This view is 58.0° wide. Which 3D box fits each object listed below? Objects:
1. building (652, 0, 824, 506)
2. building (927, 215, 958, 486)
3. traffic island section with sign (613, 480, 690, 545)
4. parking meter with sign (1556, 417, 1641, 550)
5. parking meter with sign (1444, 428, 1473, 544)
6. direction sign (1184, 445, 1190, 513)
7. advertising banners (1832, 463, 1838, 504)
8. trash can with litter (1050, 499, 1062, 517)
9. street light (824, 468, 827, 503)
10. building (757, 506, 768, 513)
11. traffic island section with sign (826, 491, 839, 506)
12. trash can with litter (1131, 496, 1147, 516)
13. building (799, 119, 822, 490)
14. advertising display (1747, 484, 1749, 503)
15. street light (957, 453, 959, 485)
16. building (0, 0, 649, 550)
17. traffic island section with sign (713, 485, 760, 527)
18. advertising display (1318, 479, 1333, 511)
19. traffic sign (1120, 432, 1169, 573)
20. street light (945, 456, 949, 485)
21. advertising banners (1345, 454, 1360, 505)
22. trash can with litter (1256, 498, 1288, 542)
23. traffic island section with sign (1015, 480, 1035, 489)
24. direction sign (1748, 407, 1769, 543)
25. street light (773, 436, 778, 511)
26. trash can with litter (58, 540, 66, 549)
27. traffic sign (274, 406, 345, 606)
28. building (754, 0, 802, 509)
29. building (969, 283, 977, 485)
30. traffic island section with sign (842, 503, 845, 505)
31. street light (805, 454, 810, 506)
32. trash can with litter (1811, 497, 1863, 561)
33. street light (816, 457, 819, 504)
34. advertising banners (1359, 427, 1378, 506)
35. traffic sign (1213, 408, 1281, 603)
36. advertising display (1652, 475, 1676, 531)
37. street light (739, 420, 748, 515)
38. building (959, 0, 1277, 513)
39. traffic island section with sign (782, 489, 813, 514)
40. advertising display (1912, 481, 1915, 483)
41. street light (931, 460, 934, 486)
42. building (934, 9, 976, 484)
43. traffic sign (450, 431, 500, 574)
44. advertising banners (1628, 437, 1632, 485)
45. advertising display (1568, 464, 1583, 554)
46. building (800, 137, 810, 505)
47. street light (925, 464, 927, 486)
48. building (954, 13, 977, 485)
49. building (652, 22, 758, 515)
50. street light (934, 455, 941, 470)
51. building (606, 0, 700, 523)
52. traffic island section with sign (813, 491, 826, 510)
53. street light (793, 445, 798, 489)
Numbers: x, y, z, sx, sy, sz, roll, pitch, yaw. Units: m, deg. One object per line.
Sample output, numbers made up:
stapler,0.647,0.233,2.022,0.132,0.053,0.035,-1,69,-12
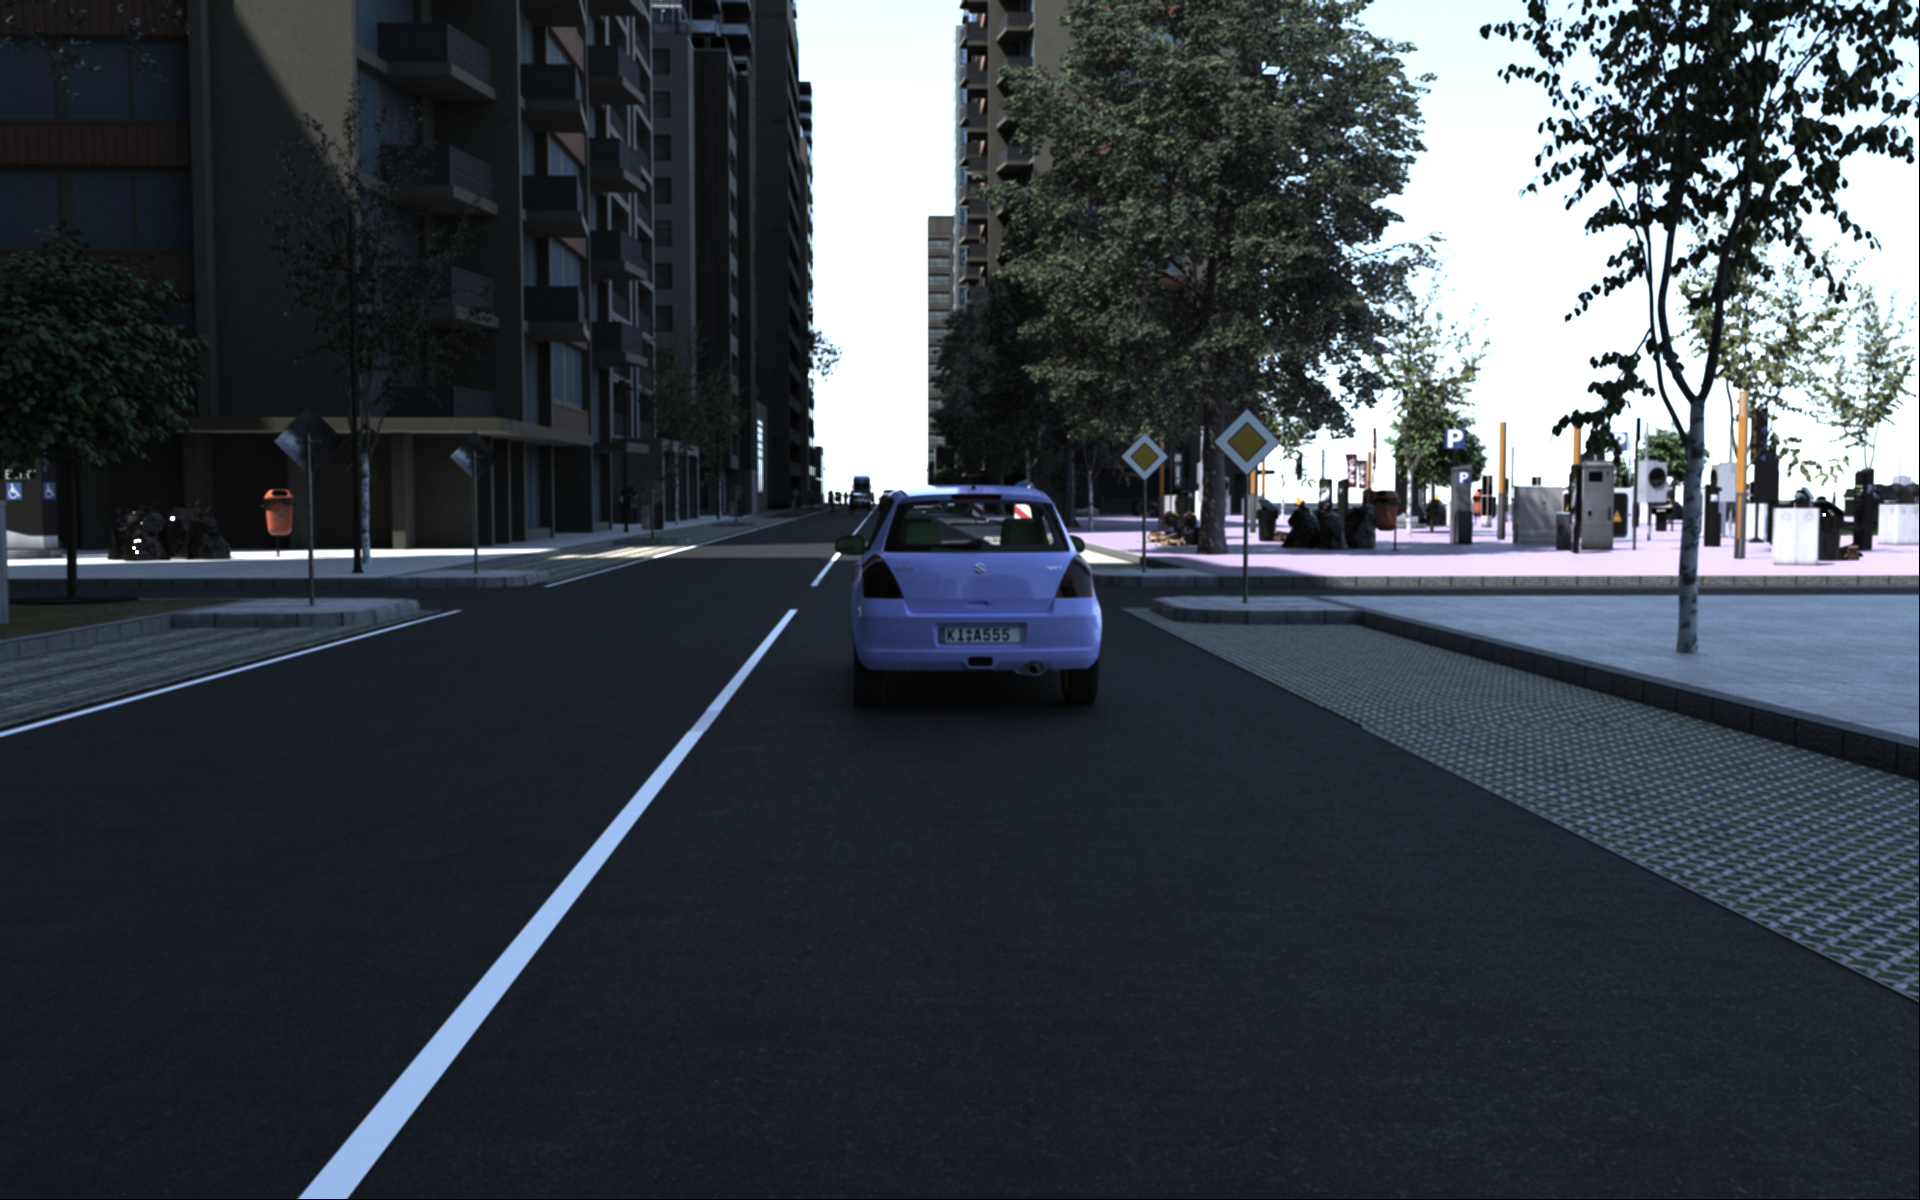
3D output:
building,-30.315,-56.950,243.796,22.319,86.520,31.000,0,4,-2
building,2.153,-34.995,255.766,14.154,41.232,14.086,0,4,-2
traffic island section with sign,-8.729,-2.480,49.179,1.989,1.847,2.006,0,4,-2
parking meter with sign,14.597,-2.655,39.664,1.738,3.016,0.543,1,4,15
parking meter with sign,13.067,-2.996,45.238,0.543,3.016,1.738,0,4,5
direction sign,10.488,-5.388,80.090,0.379,3.537,0.876,0,4,-8
advertising banners,47.244,-5.952,93.505,0.090,3.025,2.074,1,4,21
trash can with litter,4.638,-4.510,85.118,1.055,1.170,0.624,1,4,18
street light,-19.352,-16.862,248.488,0.468,5.910,1.993,0,4,-2
building,-25.711,-50.064,131.224,22.319,86.520,31.000,0,4,-2
traffic island section with sign,-15.529,-12.230,208.587,1.989,1.847,2.006,0,4,-2
trash can with litter,10.543,-5.508,101.444,1.055,1.170,0.624,0,4,-2
building,-29.471,-36.371,214.277,23.786,49.044,30.456,0,4,-2
advertising display,48.419,-6.137,105.551,0.974,1.923,0.123,2,4,31
street light,-0.112,-10.793,149.245,0.468,5.910,1.993,0,4,-2
building,-21.643,-24.284,51.675,22.147,44.769,28.867,0,4,-2
traffic island section with sign,-9.909,-4.175,76.883,1.989,1.847,2.006,0,4,-2
advertising display,15.389,-4.143,72.945,0.123,1.923,0.974,-1,4,-17
traffic sign,3.004,-1.505,28.247,0.795,2.450,0.064,0,4,-2
street light,-1.362,-12.632,179.313,0.468,5.910,1.993,0,4,-2
advertising banners,17.713,-4.821,75.009,2.074,3.025,0.090,1,4,9
trash can with litter,8.528,-2.168,46.838,0.624,1.170,1.055,-3,5,-39
traffic island section with sign,1.728,-2.603,51.191,1.989,1.847,2.006,0,4,-2
direction sign,21.086,-3.288,45.760,0.379,3.537,0.876,0,4,-2
street light,-14.340,-9.889,134.469,0.468,5.910,1.993,0,4,-2
trash can with litter,-19.668,-1.569,37.043,1.055,1.170,0.624,-2,4,-32
traffic sign,-7.441,-0.990,19.831,0.795,2.450,0.064,0,4,-2
building,-25.838,-32.719,158.653,21.300,48.544,21.600,0,4,-2
building,7.669,-23.232,151.550,14.160,30.474,14.107,0,4,-2
traffic island section with sign,-16.710,-13.930,236.386,1.989,1.847,2.006,0,4,-2
street light,-16.542,-13.129,187.454,0.468,5.910,1.993,0,4,-2
trash can with litter,16.943,-1.357,33.579,1.055,1.170,0.624,-1,4,-22
street light,-17.924,-14.991,217.893,0.468,5.910,1.993,0,4,-2
advertising banners,10.898,-3.051,46.077,0.090,3.025,2.074,0,4,6
traffic sign,3.345,-1.017,20.269,0.795,2.450,0.064,0,4,-2
advertising display,24.215,-3.336,59.762,0.123,1.923,0.974,-2,4,-33
street light,-13.028,-8.049,104.383,0.468,5.910,1.993,0,4,-2
building,11.229,-29.063,129.798,22.147,44.769,28.867,0,4,-2
traffic island section with sign,-12.087,-7.291,127.839,1.989,1.847,2.006,0,4,-2
advertising display,46.583,-4.912,85.527,0.123,1.923,0.974,-3,5,-43
street light,-3.653,-15.846,231.875,0.468,5.910,1.993,0,4,-2
building,8.051,-56.235,232.113,22.319,86.520,31.000,0,4,-2
traffic sign,-7.781,-1.478,27.809,0.795,2.450,0.064,0,4,-2
advertising banners,20.049,-3.426,52.207,0.090,3.025,2.074,2,4,30
advertising display,13.407,-1.988,37.711,0.123,1.923,0.974,1,4,12
building,-24.158,-31.125,192.492,14.154,41.232,14.086,0,4,-2
street light,-5.060,-17.724,262.577,0.468,5.910,1.993,0,4,-2
building,10.033,-44.628,167.915,20.563,71.187,20.611,0,4,-2
building,-20.551,-20.694,110.050,14.160,30.474,14.107,0,4,-2
street light,-2.419,-14.016,201.952,0.468,5.910,1.993,0,4,-2
building,-23.630,-39.464,83.492,20.563,71.187,20.611,0,4,-2
traffic island section with sign,-13.237,-8.938,154.770,1.989,1.847,2.006,0,4,-2
street light,-15.599,-11.730,164.569,0.468,5.910,1.993,0,4,-2
